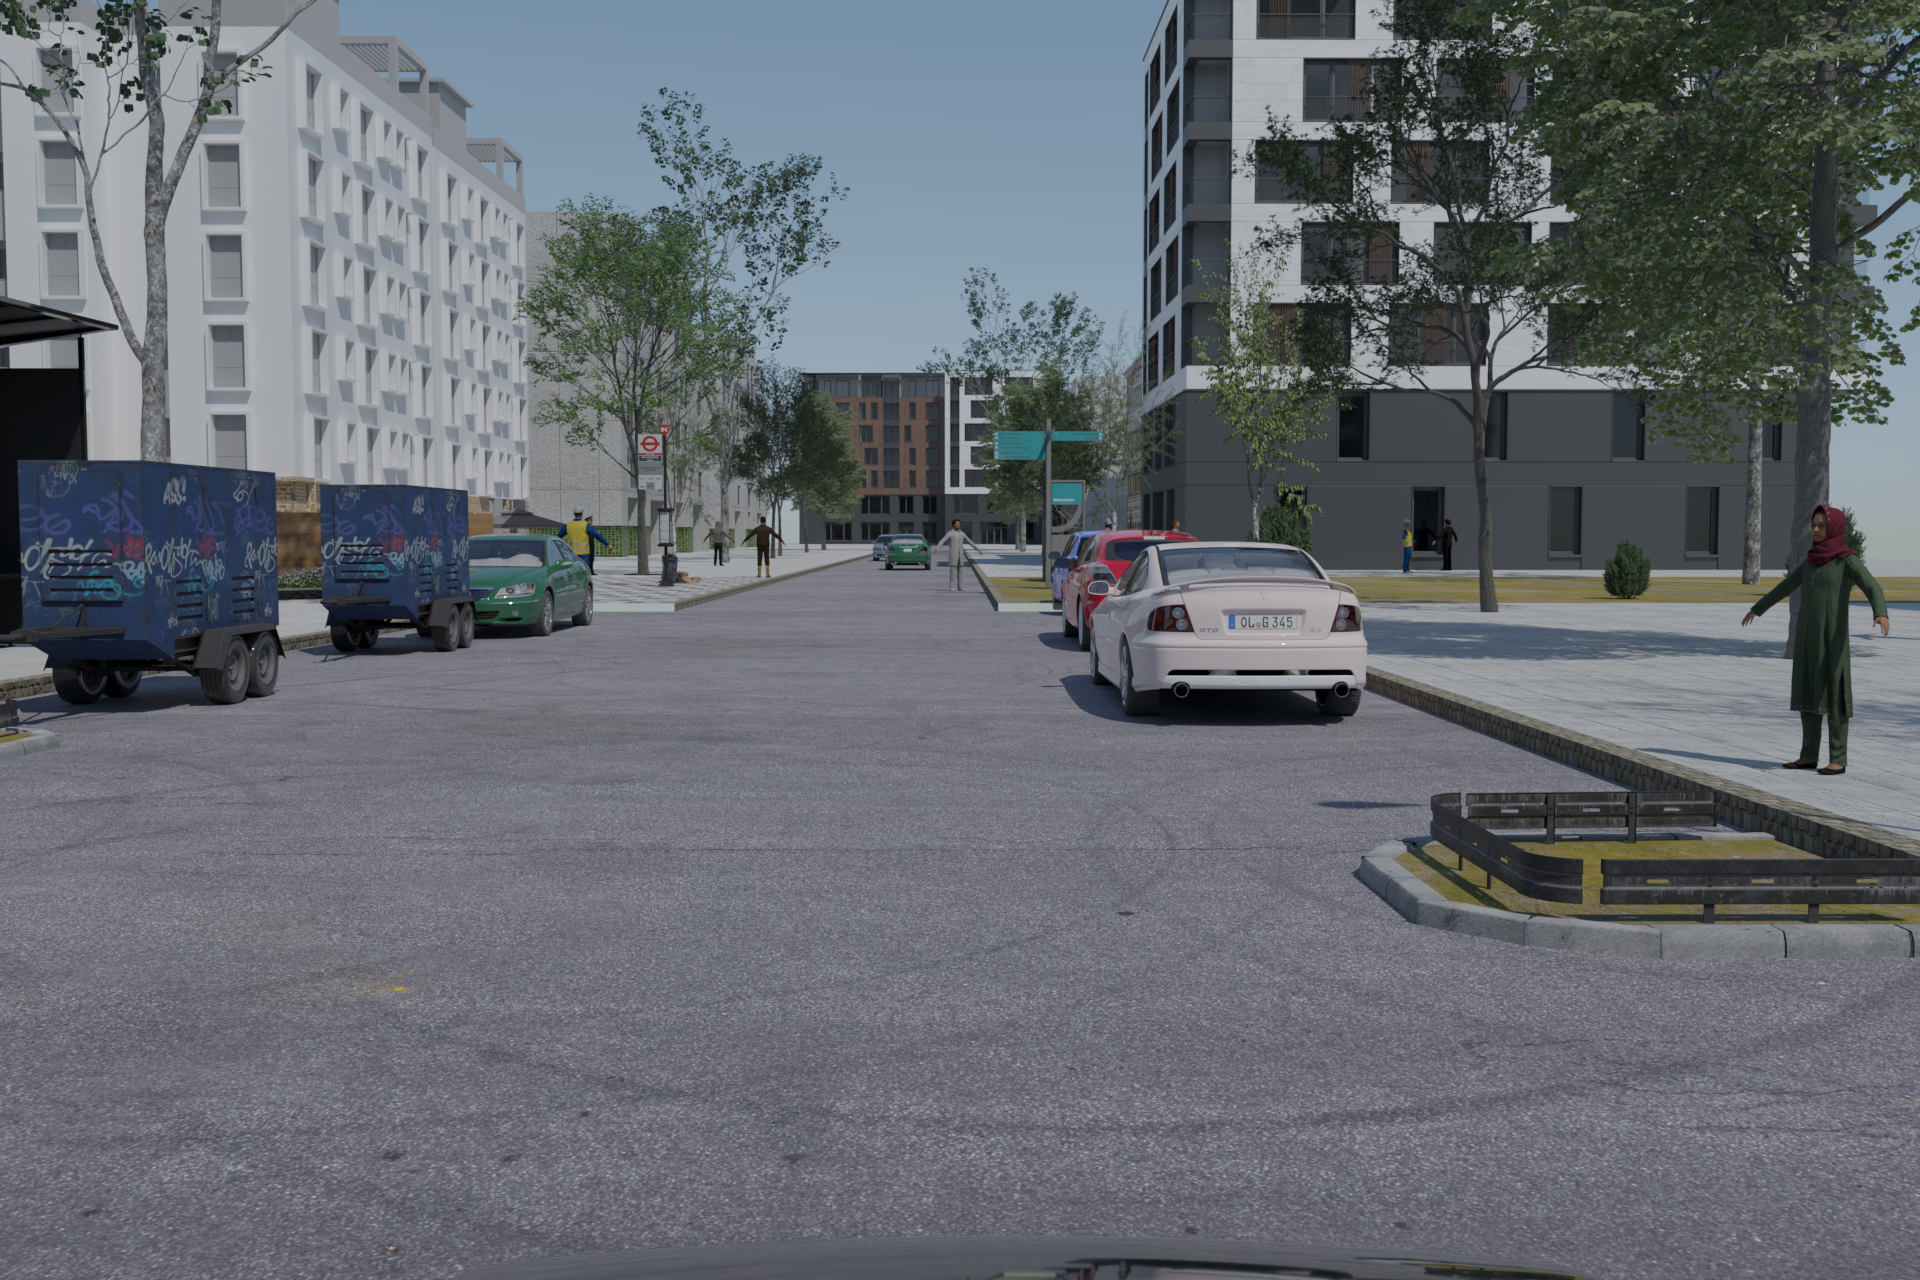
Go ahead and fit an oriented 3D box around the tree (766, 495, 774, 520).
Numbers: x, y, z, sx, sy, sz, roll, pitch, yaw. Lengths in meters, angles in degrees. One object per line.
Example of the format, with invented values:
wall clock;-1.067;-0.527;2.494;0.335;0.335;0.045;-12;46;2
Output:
tree;-25.743;-16.876;226.276;4.737;8.622;4.395;0;3;0

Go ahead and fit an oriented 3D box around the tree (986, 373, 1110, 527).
tree;5.160;-10.086;99.315;7.601;10.594;8.767;-1;4;-15

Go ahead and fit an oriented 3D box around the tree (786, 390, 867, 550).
tree;-11.110;-13.384;136.959;7.486;12.596;7.792;0;3;0

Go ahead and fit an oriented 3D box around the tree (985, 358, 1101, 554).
tree;5.468;-11.822;111.424;7.486;12.596;7.792;0;3;0

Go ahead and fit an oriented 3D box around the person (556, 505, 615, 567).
person;-7.303;-1.668;33.241;1.349;1.833;0.705;0;4;5

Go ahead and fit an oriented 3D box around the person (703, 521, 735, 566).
person;-9.729;-3.890;69.728;1.348;1.813;0.705;1;4;14

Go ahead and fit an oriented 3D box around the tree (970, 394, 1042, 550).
tree;4.682;-13.445;137.947;7.486;12.596;7.792;0;3;0

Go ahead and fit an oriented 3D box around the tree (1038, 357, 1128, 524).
tree;4.905;-7.487;72.774;4.737;8.622;4.395;0;3;0

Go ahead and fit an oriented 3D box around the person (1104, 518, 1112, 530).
person;5.426;-3.539;63.626;1.354;1.858;0.705;-3;5;-43

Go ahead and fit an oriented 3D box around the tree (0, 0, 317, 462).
tree;-12.329;-10.536;28.148;12.611;20.169;13.585;0;3;0

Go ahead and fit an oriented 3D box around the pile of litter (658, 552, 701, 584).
pile of litter;-7.368;-1.924;45.430;1.176;0.858;1.719;0;4;1

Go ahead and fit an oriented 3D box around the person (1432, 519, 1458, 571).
person;16.997;-3.322;60.498;1.347;1.806;0.705;-3;4;-37

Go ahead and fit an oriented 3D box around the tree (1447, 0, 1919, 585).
tree;18.973;-11.530;44.413;12.611;20.169;13.585;0;3;0

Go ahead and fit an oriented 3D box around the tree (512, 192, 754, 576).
tree;-9.994;-7.820;53.606;9.928;11.665;9.643;0;3;0

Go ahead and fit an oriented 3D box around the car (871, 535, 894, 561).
car;-3.746;-4.955;93.010;2.014;1.417;4.499;0;4;0

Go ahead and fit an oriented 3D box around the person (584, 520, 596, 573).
person;-12.171;-3.092;56.688;1.347;1.817;0.704;1;4;14

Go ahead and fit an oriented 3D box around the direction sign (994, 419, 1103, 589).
direction sign;2.069;-3.108;39.581;2.525;3.948;1.411;0;4;-2

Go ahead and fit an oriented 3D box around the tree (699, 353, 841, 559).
tree;-9.909;-9.524;90.129;8.767;10.594;7.601;1;4;13

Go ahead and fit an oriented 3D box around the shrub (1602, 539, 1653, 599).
shrub;13.155;-1.410;34.178;1.383;1.207;1.383;0;3;0

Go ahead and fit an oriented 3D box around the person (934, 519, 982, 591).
person;-0.078;-2.128;43.437;1.347;1.806;0.705;-2;4;-27

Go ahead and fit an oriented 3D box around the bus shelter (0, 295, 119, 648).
bus shelter;-10.301;-1.543;16.507;1.731;3.624;6.357;0;4;0

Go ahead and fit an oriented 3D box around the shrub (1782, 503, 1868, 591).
shrub;17.715;-1.899;35.465;1.690;2.028;1.600;0;3;0

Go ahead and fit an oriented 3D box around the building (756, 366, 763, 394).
building;-26.948;-20.002;183.452;16.016;20.090;11.380;0;4;-1

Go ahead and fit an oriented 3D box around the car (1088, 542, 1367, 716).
car;2.195;-0.163;15.033;2.083;1.381;4.827;0;4;-1

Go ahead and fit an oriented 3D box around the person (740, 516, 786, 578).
person;-5.815;-2.756;51.206;1.346;1.812;0.704;0;4;-5

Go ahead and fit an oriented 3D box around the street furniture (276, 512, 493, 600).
street furniture;-14.155;-1.807;36.399;9.812;1.723;11.010;-3;4;-38

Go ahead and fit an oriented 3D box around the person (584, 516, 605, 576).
person;-11.417;-2.906;53.450;0.705;1.837;1.347;1;4;20

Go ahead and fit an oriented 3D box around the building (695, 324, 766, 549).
building;-28.447;-18.065;161.813;16.747;18.905;31.486;0;4;1

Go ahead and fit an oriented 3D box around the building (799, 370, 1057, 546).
building;-3.841;-23.339;228.029;32.646;21.610;27.936;0;4;1

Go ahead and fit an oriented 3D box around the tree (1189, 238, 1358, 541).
tree;7.479;-5.661;42.926;4.737;8.622;4.395;0;3;0

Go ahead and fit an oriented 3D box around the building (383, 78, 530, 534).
building;-26.346;-13.264;73.279;16.016;20.090;11.380;0;4;-1

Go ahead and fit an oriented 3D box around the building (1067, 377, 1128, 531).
building;21.379;-20.590;203.100;16.747;18.905;31.486;0;3;0

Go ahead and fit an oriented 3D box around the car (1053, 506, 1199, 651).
car;2.338;-0.840;22.781;2.155;1.783;4.494;0;4;-1

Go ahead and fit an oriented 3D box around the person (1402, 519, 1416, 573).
person;14.746;-3.078;56.795;0.721;1.772;1.216;2;4;29

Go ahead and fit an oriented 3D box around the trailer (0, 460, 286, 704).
trailer;-6.795;-0.434;14.151;1.471;1.999;3.904;0;4;0

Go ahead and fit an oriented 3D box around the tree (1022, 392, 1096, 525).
tree;4.930;-8.543;90.047;4.360;8.622;3.978;0;3;0

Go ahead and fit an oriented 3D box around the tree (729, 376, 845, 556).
tree;-10.348;-10.201;101.198;8.767;10.594;7.601;2;4;24

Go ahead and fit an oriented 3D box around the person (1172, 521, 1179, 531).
person;7.551;-3.244;59.842;0.721;1.733;1.217;3;4;37

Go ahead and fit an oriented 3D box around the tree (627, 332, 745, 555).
tree;-10.702;-6.941;63.851;4.360;8.622;3.978;0;3;0

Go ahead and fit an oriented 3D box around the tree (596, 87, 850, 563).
tree;-11.873;-13.490;76.451;12.611;20.169;13.585;0;3;0

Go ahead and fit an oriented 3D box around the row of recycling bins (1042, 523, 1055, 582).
row of recycling bins;2.735;-2.457;47.288;1.069;1.692;3.534;0;4;-1

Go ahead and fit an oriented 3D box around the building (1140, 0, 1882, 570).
building;21.783;-14.273;77.335;27.936;21.610;32.646;0;4;0

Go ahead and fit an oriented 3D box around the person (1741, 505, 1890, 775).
person;4.598;-0.006;9.313;0.599;1.438;0.989;-1;4;-18

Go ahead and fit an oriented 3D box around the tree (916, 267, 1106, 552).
tree;3.146;-16.430;124.521;12.611;20.169;13.585;0;3;0

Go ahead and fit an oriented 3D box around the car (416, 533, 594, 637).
car;-6.689;-0.852;25.725;2.131;1.459;4.920;0;4;-1

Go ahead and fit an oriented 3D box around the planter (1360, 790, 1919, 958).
planter;2.662;0.875;6.838;1.991;0.319;1.994;0;4;-1

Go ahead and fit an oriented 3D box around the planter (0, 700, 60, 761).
planter;-7.038;0.611;11.144;1.991;0.319;1.994;0;4;0

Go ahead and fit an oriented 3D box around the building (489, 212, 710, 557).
building;-26.922;-14.963;111.104;16.747;18.905;31.486;0;4;0

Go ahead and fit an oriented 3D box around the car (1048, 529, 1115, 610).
car;2.608;-1.352;31.692;1.945;1.707;3.694;0;4;-1

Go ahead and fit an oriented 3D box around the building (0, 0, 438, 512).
building;-25.877;-12.239;56.523;16.016;20.090;11.380;0;4;-1

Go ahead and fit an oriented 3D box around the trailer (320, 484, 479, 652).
trailer;-6.880;-0.834;20.689;1.471;1.999;3.904;0;4;0

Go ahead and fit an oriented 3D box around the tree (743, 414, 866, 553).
tree;-10.611;-11.276;118.776;8.767;10.594;7.601;-1;4;-23

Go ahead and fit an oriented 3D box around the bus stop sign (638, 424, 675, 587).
bus stop sign;-7.403;-3.274;42.237;0.855;3.939;0.416;0;4;1

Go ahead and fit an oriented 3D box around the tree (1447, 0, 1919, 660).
tree;8.622;-6.044;16.953;7.486;12.596;7.792;0;3;0

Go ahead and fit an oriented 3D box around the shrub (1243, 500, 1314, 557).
shrub;6.809;-2.015;37.363;1.690;2.028;1.600;0;3;0

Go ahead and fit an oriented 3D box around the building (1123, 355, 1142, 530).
building;24.981;-19.767;154.124;19.493;23.208;18.063;0;4;0

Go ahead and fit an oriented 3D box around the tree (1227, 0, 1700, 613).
tree;8.413;-5.744;28.323;7.601;10.594;8.767;2;4;32

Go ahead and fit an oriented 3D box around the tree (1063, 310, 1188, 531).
tree;4.973;-6.563;57.674;4.360;8.622;3.978;0;3;0

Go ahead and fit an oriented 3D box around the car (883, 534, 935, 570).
car;-2.078;-3.562;70.033;2.131;1.459;4.920;0;4;-1
